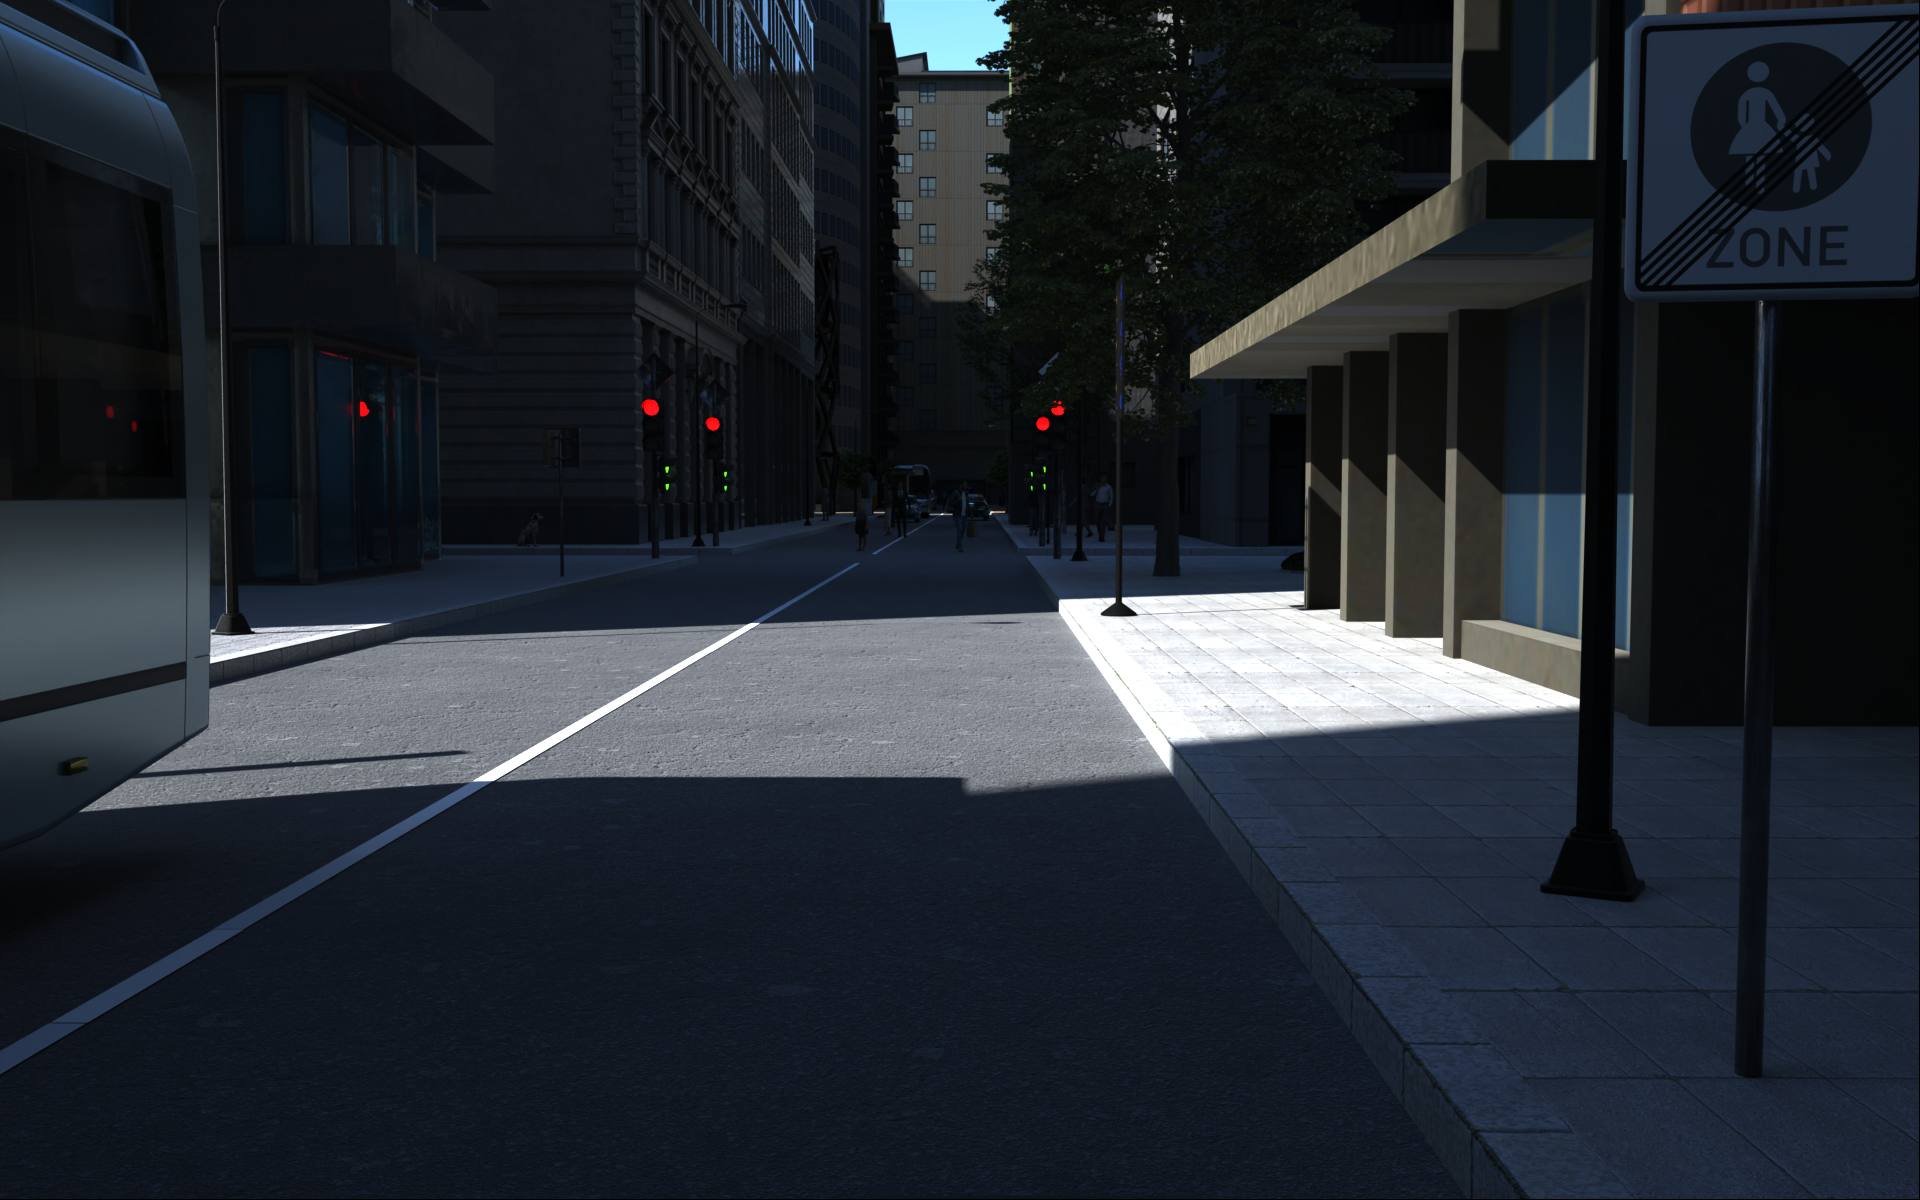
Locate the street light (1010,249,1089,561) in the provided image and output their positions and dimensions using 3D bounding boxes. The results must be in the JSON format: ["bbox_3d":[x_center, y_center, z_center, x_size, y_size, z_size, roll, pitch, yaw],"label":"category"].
[{"bbox_3d":[1.747,-3.700,33.039,1.470,5.913,1.316,0,4,1],"label":"street light"}]

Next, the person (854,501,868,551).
[{"bbox_3d":[-2.474,-1.851,43.427,0.362,1.253,0.373,2,4,32],"label":"person"}]

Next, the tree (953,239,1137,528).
[{"bbox_3d":[3.290,-8.596,66.300,9.928,11.665,9.643,0,3,0],"label":"tree"}]

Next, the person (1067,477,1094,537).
[{"bbox_3d":[3.681,-2.776,51.710,0.850,1.792,0.678,3,5,44],"label":"person"}]

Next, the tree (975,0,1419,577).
[{"bbox_3d":[3.584,-6.660,27.020,7.486,12.596,7.792,0,3,0],"label":"tree"}]

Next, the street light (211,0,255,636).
[{"bbox_3d":[-6.114,-2.638,15.665,1.470,5.913,1.316,0,4,1],"label":"street light"}]

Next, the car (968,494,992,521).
[{"bbox_3d":[0.657,-5.041,94.212,2.131,1.459,4.920,0,4,2],"label":"car"}]

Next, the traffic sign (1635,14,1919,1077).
[{"bbox_3d":[1.742,-0.100,3.759,0.606,2.300,0.079,1,4,10],"label":"traffic sign"}]

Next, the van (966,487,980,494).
[{"bbox_3d":[0.679,-9.670,162.489,2.240,2.365,5.245,0,4,2],"label":"van"}]

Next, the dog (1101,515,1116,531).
[{"bbox_3d":[5.204,-2.793,60.038,0.800,0.831,0.513,2,4,32],"label":"dog"}]

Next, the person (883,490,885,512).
[{"bbox_3d":[-5.256,-7.276,125.461,0.568,1.767,0.683,0,4,5],"label":"person"}]

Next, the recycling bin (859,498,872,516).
[{"bbox_3d":[-5.512,-5.427,101.280,0.722,1.027,0.722,0,4,0],"label":"recycling bin"}]

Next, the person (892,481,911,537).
[{"bbox_3d":[-1.942,-3.019,57.642,0.659,1.850,0.755,0,4,-5],"label":"person"}]

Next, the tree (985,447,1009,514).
[{"bbox_3d":[3.311,-7.863,112.279,4.285,4.588,4.351,0,3,0],"label":"tree"}]

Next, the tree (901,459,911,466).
[{"bbox_3d":[-5.527,-9.568,140.146,4.285,4.588,4.351,0,3,0],"label":"tree"}]

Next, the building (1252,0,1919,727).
[{"bbox_3d":[13.397,-21.470,5.659,22.147,44.769,28.867,0,4,1],"label":"building"}]

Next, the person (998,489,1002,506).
[{"bbox_3d":[4.266,-10.764,182.019,0.705,1.826,1.348,-1,4,-17],"label":"person"}]

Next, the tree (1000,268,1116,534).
[{"bbox_3d":[3.359,-6.454,55.882,4.360,8.622,3.978,0,3,0],"label":"tree"}]

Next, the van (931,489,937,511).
[{"bbox_3d":[-2.954,-8.869,152.019,2.013,2.044,4.112,0,4,2],"label":"van"}]

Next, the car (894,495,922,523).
[{"bbox_3d":[-2.901,-4.655,88.111,2.014,1.417,4.499,0,4,0],"label":"car"}]

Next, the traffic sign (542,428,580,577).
[{"bbox_3d":[-6.183,-1.513,26.866,0.606,2.300,0.079,1,4,10],"label":"traffic sign"}]

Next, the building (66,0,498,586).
[{"bbox_3d":[-22.992,-24.677,23.074,30.456,49.044,23.786,0,4,1],"label":"building"}]

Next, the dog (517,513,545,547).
[{"bbox_3d":[-10.598,-1.706,42.279,0.800,0.831,0.513,2,4,32],"label":"dog"}]

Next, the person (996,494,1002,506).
[{"bbox_3d":[4.425,-11.330,192.003,1.217,1.736,0.721,-2,4,-34],"label":"person"}]

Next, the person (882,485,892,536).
[{"bbox_3d":[-2.535,-3.118,60.022,0.362,1.759,0.519,0,4,-7],"label":"person"}]

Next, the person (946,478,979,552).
[{"bbox_3d":[0.069,-2.096,42.759,0.794,1.824,0.713,-2,4,-28],"label":"person"}]

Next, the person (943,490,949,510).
[{"bbox_3d":[-1.220,-9.053,156.378,0.709,1.838,0.599,-3,4,-36],"label":"person"}]

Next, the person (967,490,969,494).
[{"bbox_3d":[0.668,-8.393,146.249,1.217,1.766,0.721,1,4,18],"label":"person"}]

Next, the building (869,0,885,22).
[{"bbox_3d":[-19.903,-47.289,211.432,20.611,71.187,20.563,0,4,1],"label":"building"}]

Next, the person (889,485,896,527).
[{"bbox_3d":[-2.948,-4.026,74.504,0.419,1.800,0.721,2,4,33],"label":"person"}]

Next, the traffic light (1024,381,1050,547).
[{"bbox_3d":[1.991,-3.264,42.293,0.839,4.253,0.868,0,4,1],"label":"traffic light"}]

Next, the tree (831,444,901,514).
[{"bbox_3d":[-6.997,-7.955,113.772,4.285,4.588,4.351,0,3,0],"label":"tree"}]

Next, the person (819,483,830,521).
[{"bbox_3d":[-6.530,-4.705,83.152,0.466,1.800,0.511,2,4,31],"label":"person"}]

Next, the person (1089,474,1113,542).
[{"bbox_3d":[3.803,-2.485,46.765,0.679,1.850,0.850,1,4,12],"label":"person"}]

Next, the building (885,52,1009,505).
[{"bbox_3d":[4.199,-38.317,215.725,27.495,52.752,28.713,0,4,1],"label":"building"}]

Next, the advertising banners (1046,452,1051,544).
[{"bbox_3d":[2.307,-2.983,44.964,0.090,3.025,2.074,0,4,4],"label":"advertising banners"}]

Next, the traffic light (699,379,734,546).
[{"bbox_3d":[-5.970,-3.268,42.354,0.839,4.253,0.868,0,4,1],"label":"traffic light"}]

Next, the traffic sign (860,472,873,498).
[{"bbox_3d":[-5.511,-6.237,102.081,0.768,2.556,0.104,0,4,1],"label":"traffic sign"}]

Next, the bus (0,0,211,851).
[{"bbox_3d":[-4.277,-0.329,0.233,2.948,3.499,13.247,0,4,0],"label":"bus"}]

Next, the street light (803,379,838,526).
[{"bbox_3d":[-5.647,-5.971,70.168,1.470,5.913,1.316,0,4,1],"label":"street light"}]

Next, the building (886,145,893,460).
[{"bbox_3d":[-14.304,-30.723,185.910,14.086,41.232,14.154,0,4,1],"label":"building"}]

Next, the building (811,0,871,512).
[{"bbox_3d":[-18.167,-36.013,130.813,21.231,58.520,28.212,0,4,1],"label":"building"}]

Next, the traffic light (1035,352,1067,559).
[{"bbox_3d":[1.914,-2.776,34.308,0.839,4.253,0.868,0,4,1],"label":"traffic light"}]

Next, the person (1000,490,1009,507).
[{"bbox_3d":[4.362,-10.092,171.766,1.217,1.735,0.721,-3,5,-43],"label":"person"}]

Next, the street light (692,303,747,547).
[{"bbox_3d":[-5.864,-4.263,42.244,1.470,5.913,1.316,0,4,1],"label":"street light"}]

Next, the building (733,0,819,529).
[{"bbox_3d":[-13.311,-18.370,77.842,11.434,29.767,29.804,0,4,1],"label":"building"}]

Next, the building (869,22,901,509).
[{"bbox_3d":[-16.879,-30.892,159.708,22.147,44.769,28.867,0,4,1],"label":"building"}]

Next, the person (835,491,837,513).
[{"bbox_3d":[-8.534,-6.772,116.773,0.555,1.821,0.388,1,4,9],"label":"person"}]

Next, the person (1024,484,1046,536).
[{"bbox_3d":[2.325,-2.859,53.128,0.623,1.781,0.721,-1,4,-17],"label":"person"}]

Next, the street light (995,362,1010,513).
[{"bbox_3d":[2.058,-5.412,61.025,1.470,5.913,1.316,0,4,1],"label":"street light"}]

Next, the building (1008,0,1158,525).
[{"bbox_3d":[9.195,-24.097,77.577,14.154,41.232,14.086,0,4,1],"label":"building"}]

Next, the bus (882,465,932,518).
[{"bbox_3d":[-3.118,-6.846,106.784,2.948,3.499,13.247,0,4,0],"label":"bus"}]

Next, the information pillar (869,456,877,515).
[{"bbox_3d":[-5.350,-7.054,106.685,0.504,3.616,0.183,1,4,16],"label":"information pillar"}]

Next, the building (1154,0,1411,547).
[{"bbox_3d":[17.045,-37.399,49.726,20.611,71.187,20.563,0,4,1],"label":"building"}]

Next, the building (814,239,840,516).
[{"bbox_3d":[-15.621,-14.349,102.052,16.820,18.784,16.811,0,4,1],"label":"building"}]

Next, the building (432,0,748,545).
[{"bbox_3d":[-12.839,-13.676,52.483,11.050,23.489,19.941,0,4,1],"label":"building"}]

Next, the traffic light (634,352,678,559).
[{"bbox_3d":[-6.047,-2.780,34.369,0.839,4.253,0.868,0,4,1],"label":"traffic light"}]

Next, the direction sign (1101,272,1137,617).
[{"bbox_3d":[1.678,-1.603,18.206,0.379,3.537,0.876,0,4,1],"label":"direction sign"}]

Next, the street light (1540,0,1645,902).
[{"bbox_3d":[1.513,-2.013,5.456,1.470,5.913,1.316,0,4,1],"label":"street light"}]

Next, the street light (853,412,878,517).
[{"bbox_3d":[-5.331,-7.658,97.751,1.470,5.913,1.316,0,4,1],"label":"street light"}]
